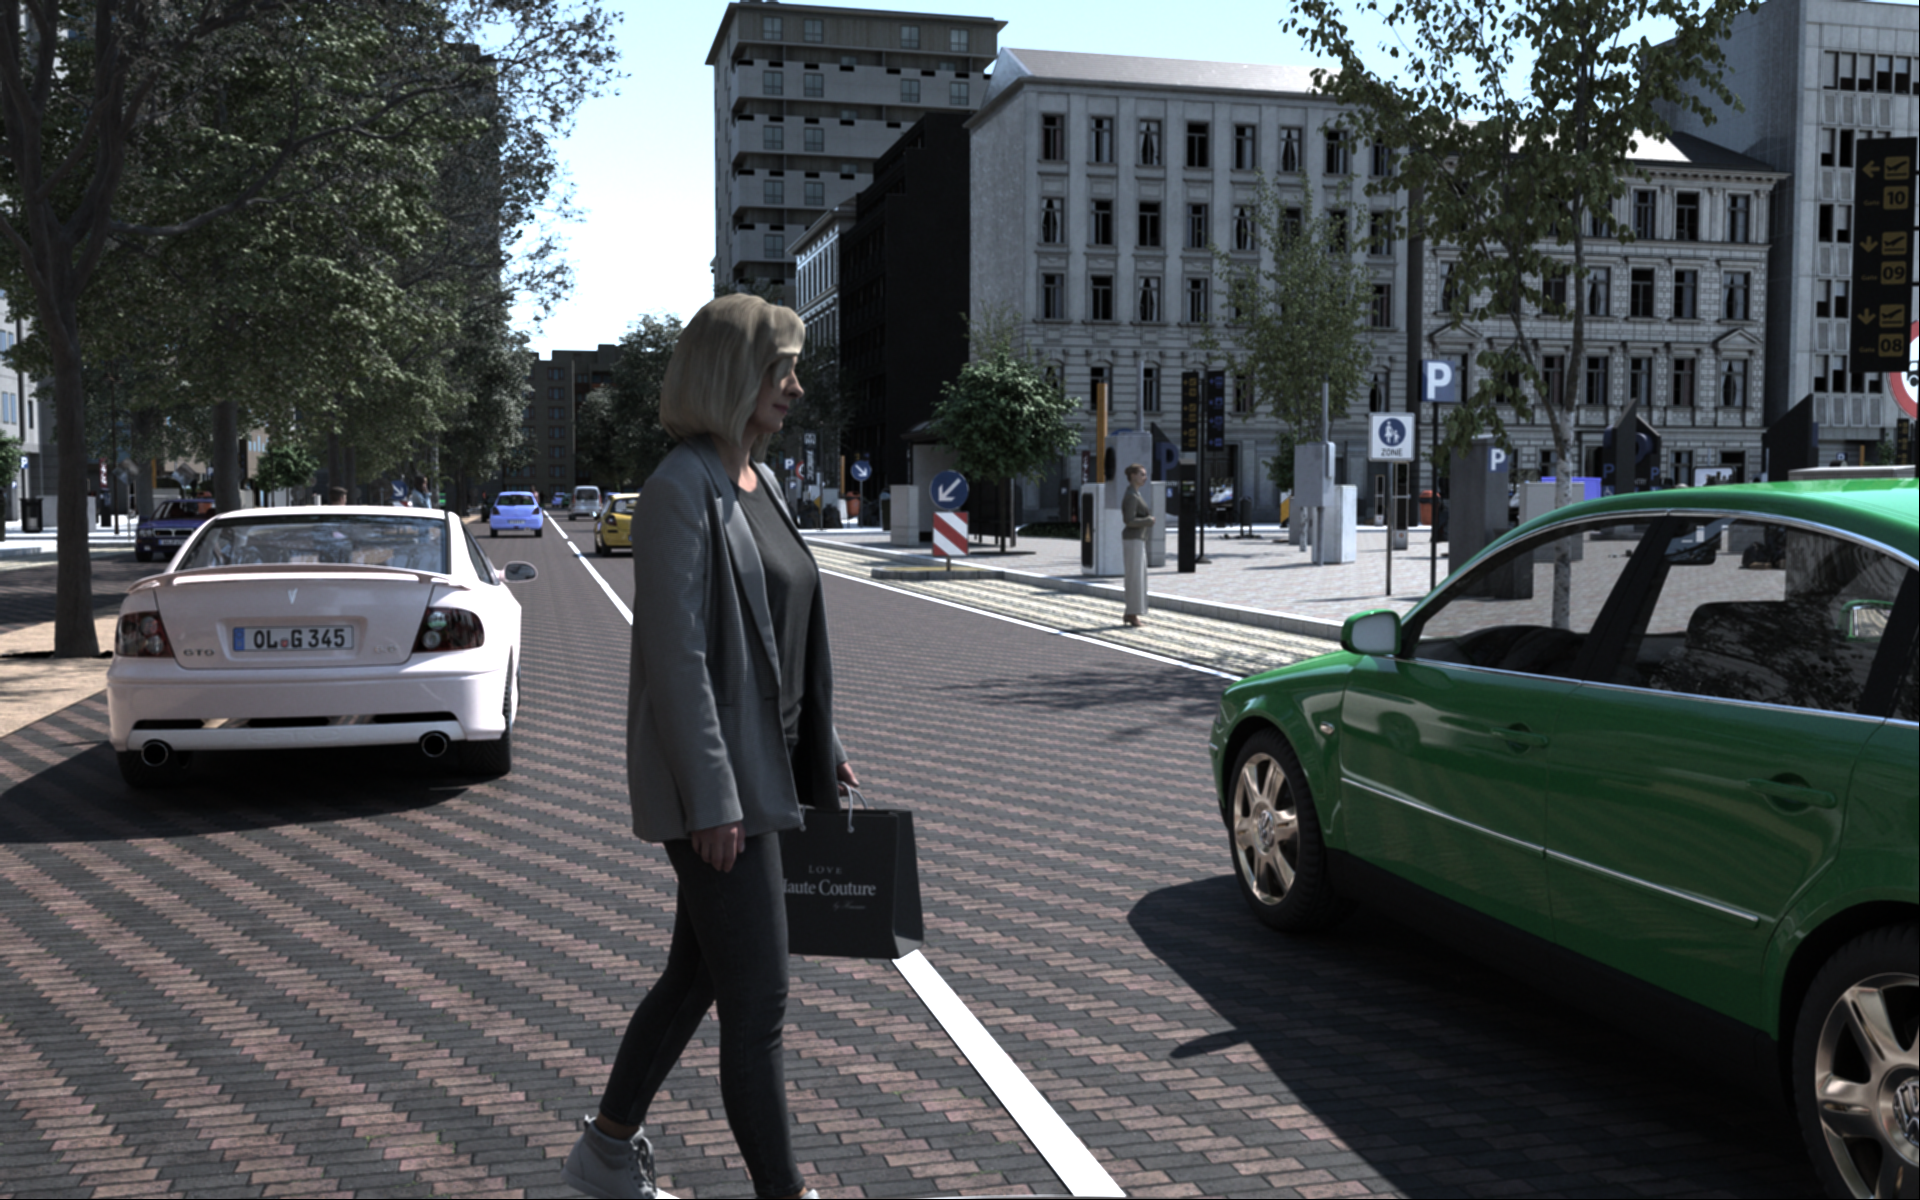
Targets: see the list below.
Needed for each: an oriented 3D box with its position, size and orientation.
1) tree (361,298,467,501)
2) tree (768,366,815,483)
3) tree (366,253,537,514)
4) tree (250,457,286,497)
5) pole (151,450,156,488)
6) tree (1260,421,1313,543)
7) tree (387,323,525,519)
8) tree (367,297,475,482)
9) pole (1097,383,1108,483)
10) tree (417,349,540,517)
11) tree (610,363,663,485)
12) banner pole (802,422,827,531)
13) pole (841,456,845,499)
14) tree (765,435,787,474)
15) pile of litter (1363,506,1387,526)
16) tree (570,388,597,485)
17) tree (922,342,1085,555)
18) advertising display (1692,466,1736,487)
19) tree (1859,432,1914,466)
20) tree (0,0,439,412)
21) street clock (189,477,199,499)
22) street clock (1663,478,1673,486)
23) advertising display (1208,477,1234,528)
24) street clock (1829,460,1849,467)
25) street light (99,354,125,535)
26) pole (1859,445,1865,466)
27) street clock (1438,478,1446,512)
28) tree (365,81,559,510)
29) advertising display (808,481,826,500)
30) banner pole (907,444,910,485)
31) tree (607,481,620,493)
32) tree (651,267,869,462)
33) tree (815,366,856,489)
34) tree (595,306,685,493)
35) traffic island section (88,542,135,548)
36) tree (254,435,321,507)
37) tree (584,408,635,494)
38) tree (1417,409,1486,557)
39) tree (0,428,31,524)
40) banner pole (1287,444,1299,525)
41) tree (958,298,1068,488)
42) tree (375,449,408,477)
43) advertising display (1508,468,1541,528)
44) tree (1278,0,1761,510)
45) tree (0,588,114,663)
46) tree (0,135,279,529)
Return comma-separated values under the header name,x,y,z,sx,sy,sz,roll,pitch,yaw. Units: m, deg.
name,x,y,z,sx,sy,sz,roll,pitch,yaw
tree,-18.587,-6.422,57.825,4.737,8.622,4.395,0,3,0
tree,-9.336,-7.789,77.717,4.360,8.622,3.978,0,3,0
tree,-26.279,-10.990,88.802,9.857,13.997,8.962,0,3,0
tree,-35.975,-5.848,90.218,1.663,3.219,1.824,0,3,0
pole,-33.064,-4.723,71.061,0.158,3.312,0.155,0,3,0
tree,8.831,-3.136,45.877,1.663,3.219,1.824,0,3,0
tree,-28.686,-10.448,99.030,9.928,11.665,9.643,0,3,0
tree,-19.523,-6.701,62.374,4.360,8.622,3.978,0,3,0
pole,2.620,-2.332,31.978,0.158,3.312,0.155,0,3,0
tree,-31.263,-11.562,108.509,9.611,12.733,9.660,0,3,0
tree,-26.534,-14.132,149.184,7.486,12.596,7.792,0,3,0
banner pole,-5.031,-4.279,59.985,0.863,3.779,0.401,-1,4,-18
pole,-6.236,-6.006,92.040,0.158,3.312,0.155,0,3,0
tree,-14.876,-10.842,127.632,4.737,8.622,4.395,0,3,0
pile of litter,16.869,-3.451,70.392,1.719,0.858,1.176,-3,5,-41
tree,-39.934,-17.849,198.488,9.857,13.997,8.962,0,3,0
tree,0.853,-3.269,37.157,4.285,4.588,4.351,0,3,0
advertising display,17.434,-2.132,40.075,0.123,1.923,0.974,-3,5,-41
tree,28.888,-3.637,54.069,1.663,3.219,1.824,0,3,0
tree,-10.386,-6.332,24.111,7.486,12.596,7.792,0,3,0
street clock,-32.297,-4.188,73.047,0.358,2.002,0.471,-2,4,-27
street clock,32.165,-4.533,78.684,0.358,2.002,0.471,0,4,-7
advertising display,9.854,-3.683,65.428,0.974,1.923,0.123,-1,4,-11
street clock,18.615,-1.967,36.729,0.471,2.002,0.358,-3,5,-40
street light,-26.610,-4.997,54.487,0.468,5.910,1.993,-1,4,-14
pole,37.699,-4.809,72.468,0.158,3.312,0.155,0,3,0
street clock,19.940,-4.105,71.683,0.358,2.002,0.471,2,4,28
tree,-24.634,-13.351,76.641,12.611,20.169,13.585,0,3,0
advertising display,-7.193,-5.015,87.214,0.974,1.923,0.123,1,4,18
banner pole,-2.455,-5.828,85.304,0.401,3.779,0.863,0,4,3
tree,-41.286,-12.977,206.768,1.663,3.219,1.824,0,3,0
tree,-7.934,-8.342,70.801,8.767,10.594,7.601,-1,4,-16
tree,-7.470,-8.866,95.322,4.360,8.622,3.978,0,3,0
tree,-19.430,-12.866,117.010,9.857,13.997,8.962,0,3,0
traffic island section,-22.624,-1.520,47.128,2.009,0.180,2.903,-1,4,-14
tree,-36.429,-6.732,93.780,4.285,4.588,4.351,0,3,0
tree,-33.526,-14.544,172.199,8.767,10.594,7.601,1,4,22
tree,10.492,-2.498,35.441,1.663,3.219,1.824,0,3,0
tree,-41.627,-5.531,74.139,4.285,4.588,4.351,0,3,0
banner pole,13.899,-5.019,72.084,0.401,3.779,0.863,3,5,41
tree,1.741,-7.021,65.155,4.737,8.622,4.395,0,3,0
tree,-59.857,-15.363,185.591,8.767,10.594,7.601,2,4,26
advertising display,14.072,-2.331,43.329,0.974,1.923,0.123,-1,4,-16
tree,5.183,-3.977,15.392,4.737,8.622,4.395,0,3,0
tree,-7.672,-6.226,14.627,12.009,13.543,11.850,0,3,0
tree,-29.210,-9.504,62.054,9.857,13.997,8.962,0,3,0
